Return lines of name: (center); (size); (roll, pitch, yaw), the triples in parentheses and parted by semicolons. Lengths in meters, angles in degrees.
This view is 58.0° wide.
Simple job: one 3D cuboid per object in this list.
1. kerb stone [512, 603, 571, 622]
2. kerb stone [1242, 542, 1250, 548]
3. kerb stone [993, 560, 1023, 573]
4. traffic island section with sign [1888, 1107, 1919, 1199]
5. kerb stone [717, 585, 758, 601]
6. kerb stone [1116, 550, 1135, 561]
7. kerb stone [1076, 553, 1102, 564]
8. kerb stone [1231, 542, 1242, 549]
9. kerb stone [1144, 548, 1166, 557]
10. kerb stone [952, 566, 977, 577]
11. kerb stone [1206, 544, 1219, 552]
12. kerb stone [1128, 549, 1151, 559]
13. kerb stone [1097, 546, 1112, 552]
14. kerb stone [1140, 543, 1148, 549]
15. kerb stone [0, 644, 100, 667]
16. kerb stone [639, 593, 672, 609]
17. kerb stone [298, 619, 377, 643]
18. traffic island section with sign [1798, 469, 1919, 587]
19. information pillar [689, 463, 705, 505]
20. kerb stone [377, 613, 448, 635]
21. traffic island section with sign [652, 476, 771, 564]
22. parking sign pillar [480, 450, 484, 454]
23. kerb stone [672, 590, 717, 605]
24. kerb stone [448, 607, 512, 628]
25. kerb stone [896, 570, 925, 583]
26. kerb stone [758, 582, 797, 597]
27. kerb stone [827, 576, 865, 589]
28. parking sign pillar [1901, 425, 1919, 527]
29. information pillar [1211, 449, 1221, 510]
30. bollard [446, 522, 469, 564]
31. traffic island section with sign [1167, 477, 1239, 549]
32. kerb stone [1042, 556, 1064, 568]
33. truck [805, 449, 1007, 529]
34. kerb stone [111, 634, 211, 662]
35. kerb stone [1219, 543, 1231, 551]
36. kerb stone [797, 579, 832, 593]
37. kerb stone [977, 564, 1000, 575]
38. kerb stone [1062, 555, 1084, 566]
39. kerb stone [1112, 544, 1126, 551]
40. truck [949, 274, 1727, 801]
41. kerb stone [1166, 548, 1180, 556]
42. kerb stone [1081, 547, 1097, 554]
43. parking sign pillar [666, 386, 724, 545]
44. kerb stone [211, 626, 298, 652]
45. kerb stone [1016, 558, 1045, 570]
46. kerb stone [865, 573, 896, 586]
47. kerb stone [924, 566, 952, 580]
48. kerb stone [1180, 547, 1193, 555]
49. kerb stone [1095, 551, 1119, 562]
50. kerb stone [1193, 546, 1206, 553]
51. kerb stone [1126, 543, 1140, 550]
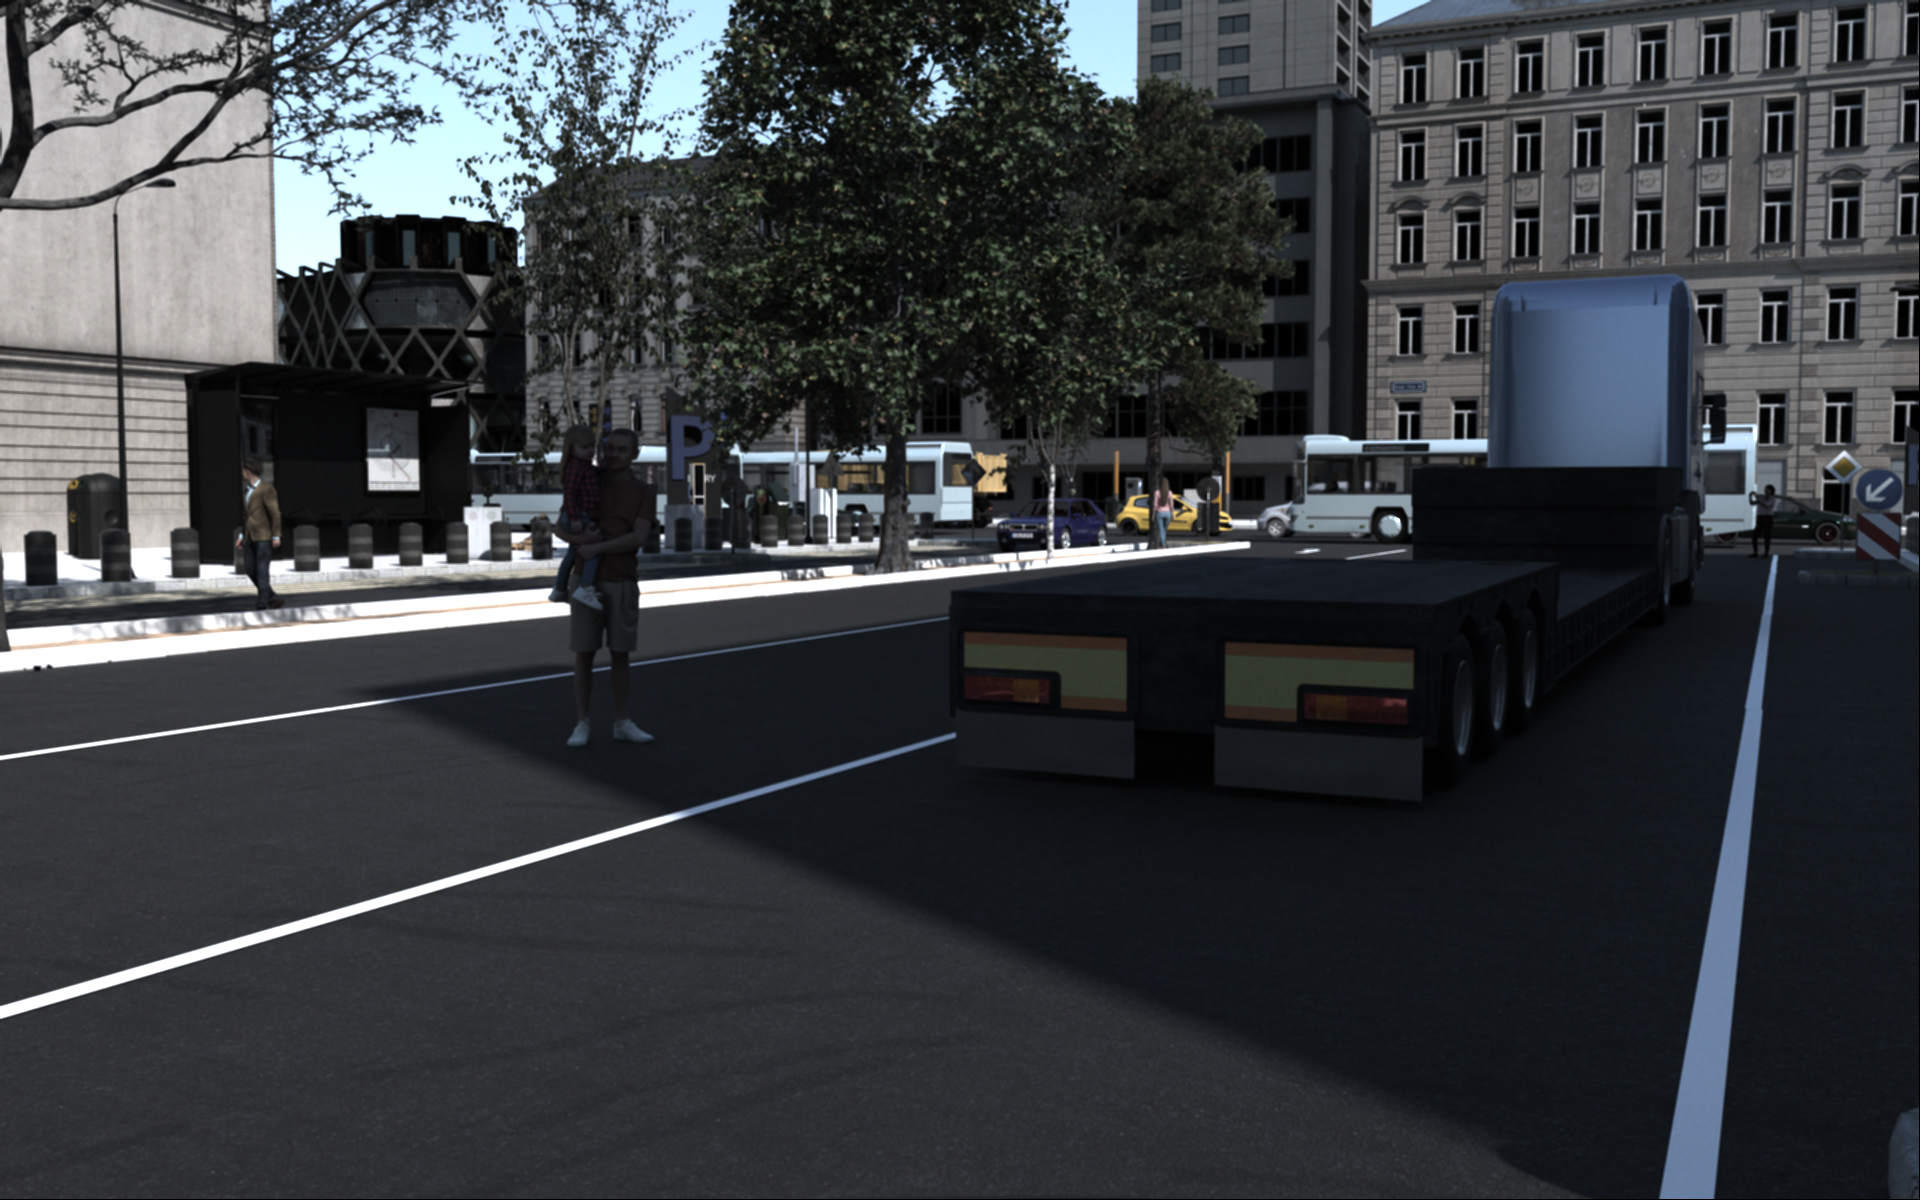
kerb stone: (-4.876, 0.138, 19.933); (0.120, 0.150, 1.000); (2, 4, 25)
kerb stone: (7.491, -1.452, 45.931); (0.120, 0.150, 1.000); (2, 4, 25)
kerb stone: (0.870, -0.600, 32.012); (0.120, 0.150, 1.000); (2, 4, 25)
traffic island section with sign: (2.642, 0.361, 2.731); (1.989, 1.847, 2.006); (2, 4, 25)
kerb stone: (-3.118, -0.081, 23.644); (0.120, 0.150, 1.000); (2, 4, 25)
kerb stone: (3.521, -0.942, 37.589); (0.120, 0.150, 1.000); (2, 4, 25)
kerb stone: (2.638, -0.823, 35.738); (0.120, 0.150, 1.000); (2, 4, 25)
kerb stone: (7.053, -1.395, 45.003); (0.120, 0.150, 1.000); (2, 4, 25)
kerb stone: (4.407, -1.055, 39.439); (0.120, 0.150, 1.000); (2, 4, 25)
kerb stone: (-0.013, -0.487, 30.161); (0.120, 0.150, 1.000); (2, 4, 25)
kerb stone: (6.176, -1.282, 43.148); (0.120, 0.150, 1.000); (2, 4, 25)
kerb stone: (3.967, -0.998, 38.513); (0.120, 0.150, 1.000); (2, 4, 25)
kerb stone: (3.404, -1.225, 42.224); (0.120, 0.150, 1.000); (2, 4, 25)
kerb stone: (4.729, -1.396, 45.018); (0.120, 0.150, 1.000); (2, 4, 25)
kerb stone: (-7.535, 0.480, 14.342); (0.120, 0.150, 1.000); (2, 4, 25)
kerb stone: (-3.998, 0.025, 21.787); (0.120, 0.150, 1.000); (2, 4, 25)
kerb stone: (-6.207, 0.309, 17.141); (0.120, 0.150, 1.000); (2, 4, 25)
traffic island section with sign: (14.595, -1.174, 27.831); (1.989, 1.847, 2.006); (2, 4, 25)
information pillar: (-6.309, -2.271, 41.622); (0.304, 2.012, 0.304); (-2, 4, -27)
kerb stone: (-5.766, 0.252, 18.067); (0.120, 0.150, 1.000); (2, 4, 25)
traffic island section with sign: (-5.081, -1.701, 36.433); (1.989, 1.847, 2.006); (2, 4, 25)
parking sign pillar: (-28.612, -7.104, 104.628); (1.447, 3.967, 1.447); (3, 4, 36)
kerb stone: (-3.554, -0.032, 22.715); (0.120, 0.150, 1.000); (2, 4, 25)
kerb stone: (-5.321, 0.196, 19.000); (0.120, 0.150, 1.000); (2, 4, 25)
kerb stone: (-0.894, -0.374, 28.308); (0.120, 0.150, 1.000); (2, 4, 25)
kerb stone: (-2.665, -0.144, 24.580); (0.120, 0.150, 1.000); (2, 4, 25)
kerb stone: (-1.777, -0.259, 26.436); (0.120, 0.150, 1.000); (2, 4, 25)
parking sign pillar: (37.684, -4.847, 67.714); (1.447, 3.967, 1.447); (1, 4, 20)
information pillar: (11.775, -5.398, 79.611); (0.504, 3.616, 0.183); (3, 5, 42)
bollard: (-9.269, -1.053, 31.932); (0.404, 0.777, 0.398); (0, 3, 0)
traffic island section with sign: (6.409, -2.318, 46.030); (2.006, 1.907, 1.989); (2, 4, 25)
kerb stone: (1.750, -0.710, 33.865); (0.120, 0.150, 1.000); (2, 4, 25)
truck: (-2.904, -4.785, 74.161); (9.791, 3.379, 3.469); (2, 4, 27)
kerb stone: (-7.086, 0.423, 15.274); (0.120, 0.150, 1.000); (2, 4, 25)
kerb stone: (6.617, -1.337, 44.074); (0.120, 0.150, 1.000); (2, 4, 25)
kerb stone: (-2.223, -0.202, 25.513); (0.120, 0.150, 1.000); (2, 4, 25)
kerb stone: (0.422, -0.541, 31.089); (0.120, 0.150, 1.000); (2, 4, 25)
kerb stone: (2.199, -0.771, 34.795); (0.120, 0.150, 1.000); (2, 4, 25)
kerb stone: (3.847, -1.282, 43.150); (0.120, 0.150, 1.000); (2, 4, 25)
truck: (5.226, -1.636, 16.509); (2.967, 4.110, 18.799); (2, 4, 27)
kerb stone: (4.846, -1.112, 40.369); (0.120, 0.150, 1.000); (2, 4, 25)
kerb stone: (2.967, -1.168, 41.293); (0.120, 0.150, 1.000); (2, 4, 25)
parking sign pillar: (-6.642, -3.347, 43.200); (1.447, 3.967, 1.447); (-1, 4, -17)
kerb stone: (-6.656, 0.366, 16.205); (0.120, 0.150, 1.000); (2, 4, 25)
kerb stone: (1.312, -0.657, 32.937); (0.120, 0.150, 1.000); (2, 4, 25)
kerb stone: (-1.338, -0.311, 27.380); (0.120, 0.150, 1.000); (2, 4, 25)
kerb stone: (-0.451, -0.430, 29.233); (0.120, 0.150, 1.000); (2, 4, 25)
kerb stone: (5.294, -1.167, 41.292); (0.120, 0.150, 1.000); (2, 4, 25)
kerb stone: (3.088, -0.885, 36.659); (0.120, 0.150, 1.000); (2, 4, 25)
kerb stone: (5.731, -1.225, 42.224); (0.120, 0.150, 1.000); (2, 4, 25)
kerb stone: (4.287, -1.339, 44.087); (0.120, 0.150, 1.000); (2, 4, 25)
